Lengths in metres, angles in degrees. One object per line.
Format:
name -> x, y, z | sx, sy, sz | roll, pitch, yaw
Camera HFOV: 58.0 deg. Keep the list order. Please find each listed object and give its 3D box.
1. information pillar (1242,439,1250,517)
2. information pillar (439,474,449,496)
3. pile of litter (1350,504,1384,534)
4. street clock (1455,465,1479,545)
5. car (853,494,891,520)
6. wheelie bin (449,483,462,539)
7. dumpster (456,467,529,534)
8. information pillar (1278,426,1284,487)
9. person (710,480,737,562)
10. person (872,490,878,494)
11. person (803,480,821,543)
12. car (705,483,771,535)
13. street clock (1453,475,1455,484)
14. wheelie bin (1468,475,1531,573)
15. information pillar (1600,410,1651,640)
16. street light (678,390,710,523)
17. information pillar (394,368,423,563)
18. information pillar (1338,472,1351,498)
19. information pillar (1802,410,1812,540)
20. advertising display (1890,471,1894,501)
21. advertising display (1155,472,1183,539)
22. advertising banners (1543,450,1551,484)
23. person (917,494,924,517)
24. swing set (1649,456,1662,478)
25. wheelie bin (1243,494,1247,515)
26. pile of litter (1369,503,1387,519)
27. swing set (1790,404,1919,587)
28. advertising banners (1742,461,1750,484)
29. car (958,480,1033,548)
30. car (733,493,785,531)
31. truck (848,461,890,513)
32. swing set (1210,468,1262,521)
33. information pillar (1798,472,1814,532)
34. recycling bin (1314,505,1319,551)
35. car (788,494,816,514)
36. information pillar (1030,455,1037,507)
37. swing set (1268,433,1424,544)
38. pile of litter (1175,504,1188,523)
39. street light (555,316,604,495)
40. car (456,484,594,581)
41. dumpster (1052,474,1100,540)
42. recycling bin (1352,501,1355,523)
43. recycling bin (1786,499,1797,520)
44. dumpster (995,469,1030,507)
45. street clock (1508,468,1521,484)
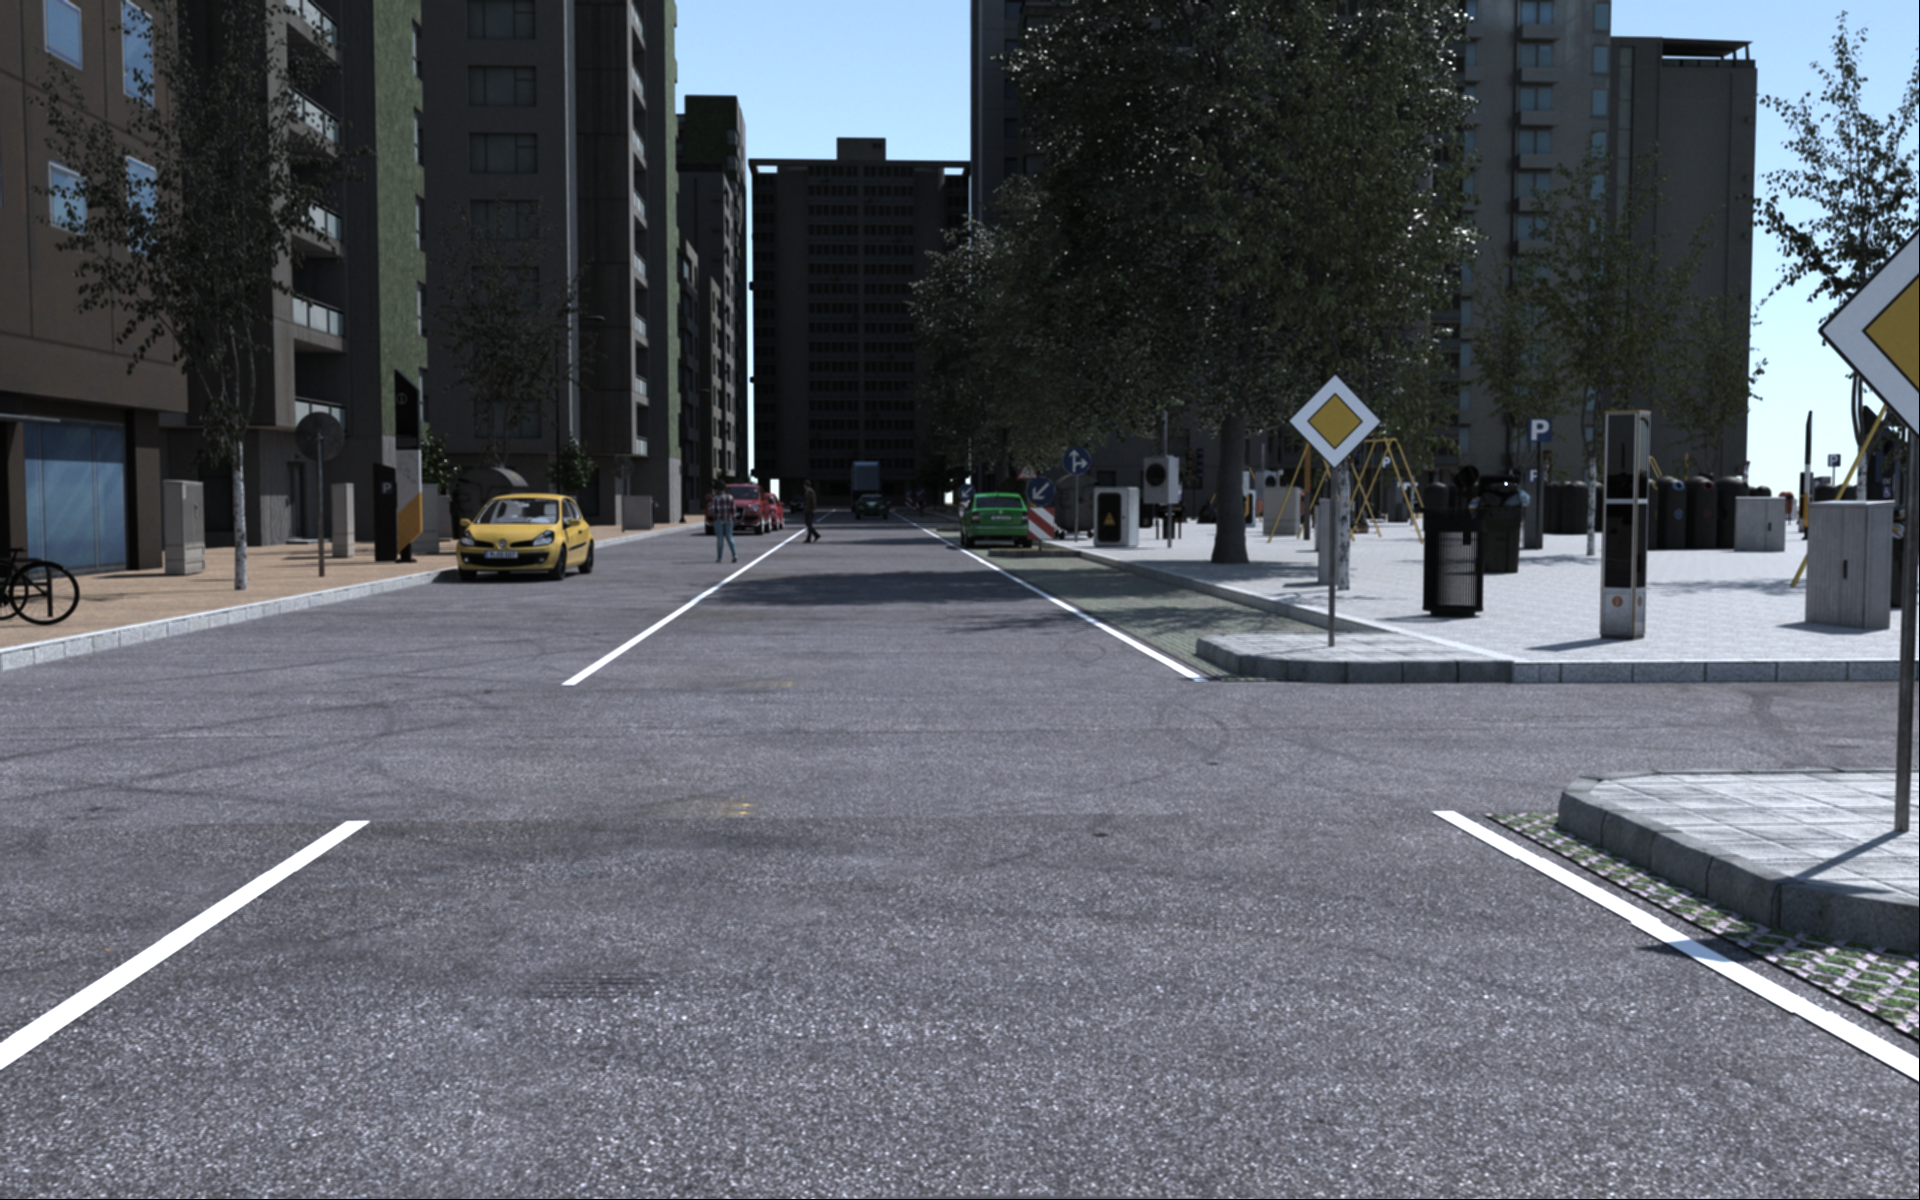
information pillar -> 10.210, -4.357, 62.598 | 0.504, 3.616, 0.183 | -1, 4, -12
information pillar -> -18.496, -3.525, 62.120 | 0.304, 2.012, 0.304 | 0, 4, -4
pile of litter -> 12.850, -2.611, 56.659 | 1.719, 0.858, 1.176 | 0, 4, 2
street clock -> 12.829, -2.395, 43.728 | 0.471, 2.002, 0.358 | 0, 4, 8
car -> -5.016, -5.313, 98.658 | 2.131, 1.459, 4.920 | 0, 4, -2
wheelie bin -> -14.046, -2.520, 49.116 | 0.980, 1.594, 0.693 | 2, 4, 34
dumpster -> -10.224, -1.964, 37.872 | 1.264, 1.857, 1.865 | 0, 4, -3
information pillar -> 10.932, -4.143, 59.099 | 0.183, 3.616, 0.504 | 0, 4, -2
person -> -4.976, -1.657, 36.428 | 0.563, 1.720, 0.643 | -2, 4, -27
person -> -5.902, -6.903, 122.171 | 0.445, 1.727, 0.742 | 1, 4, 17
person -> -4.452, -2.629, 51.393 | 0.656, 1.842, 0.836 | 2, 4, 34
car -> -7.941, -3.277, 62.257 | 2.281, 1.827, 5.304 | 0, 4, -2
street clock -> 16.851, -3.290, 58.357 | 0.471, 2.002, 0.358 | 0, 4, 4
wheelie bin -> 8.851, -1.251, 28.356 | 0.980, 1.594, 0.693 | 0, 4, 4
information pillar -> 5.890, -0.663, 15.339 | 0.304, 2.012, 0.304 | 3, 5, 40
street light -> -11.839, -6.399, 77.158 | 1.470, 5.913, 1.316 | 0, 4, -3
information pillar -> -10.313, -2.508, 32.366 | 0.504, 3.616, 0.183 | 1, 4, 13
information pillar -> 12.864, -3.277, 58.064 | 0.304, 2.012, 0.304 | -3, 5, -42
information pillar -> 23.682, -3.488, 48.388 | 0.183, 3.616, 0.504 | 2, 4, 34
advertising display -> 26.534, -2.639, 48.369 | 0.974, 1.923, 0.123 | 1, 4, 18
advertising display -> 5.965, -2.704, 49.432 | 0.974, 1.923, 0.123 | -2, 4, -35
advertising banners -> 23.811, -4.447, 68.904 | 0.090, 3.025, 2.074 | -1, 4, -18
person -> -2.438, -5.913, 108.415 | 0.421, 1.427, 0.697 | 1, 4, 13
swing set -> 28.181, -4.488, 71.001 | 2.862, 2.851, 3.119 | 2, 4, 25
wheelie bin -> 8.756, -2.883, 55.038 | 0.693, 1.594, 0.980 | 1, 4, 11
pile of litter -> 21.023, -4.588, 88.979 | 1.719, 0.858, 1.176 | 2, 4, 23
swing set -> 12.770, -1.506, 22.238 | 2.862, 2.851, 3.119 | 0, 4, 5
advertising banners -> 40.776, -5.810, 91.189 | 2.074, 3.025, 0.090 | -1, 4, -20
car -> 0.952, -2.335, 46.975 | 1.959, 1.807, 4.718 | 0, 4, -3
car -> -8.015, -3.659, 68.861 | 2.155, 1.783, 4.494 | 0, 4, -2
truck -> -7.212, -9.004, 136.967 | 2.967, 4.110, 18.799 | 0, 4, -5
swing set -> 12.827, -5.043, 80.072 | 2.862, 2.851, 3.119 | 0, 4, -2
information pillar -> 28.361, -3.276, 58.059 | 0.304, 2.012, 0.304 | 0, 4, -7
recycling bin -> 8.377, -1.623, 39.088 | 0.722, 1.027, 0.722 | 1, 4, 8
car -> -11.551, -7.154, 126.752 | 2.009, 1.686, 4.222 | 0, 4, -5
information pillar -> 2.739, -4.503, 64.973 | 0.183, 3.616, 0.504 | -1, 4, -19
swing set -> 10.139, -2.912, 45.238 | 2.862, 2.851, 3.119 | -2, 4, -25
pile of litter -> 9.763, -3.926, 78.161 | 1.176, 0.858, 1.719 | 1, 4, 19
street light -> -9.992, -4.455, 45.386 | 1.470, 5.913, 1.316 | 0, 4, -3
car -> -7.463, -1.203, 29.890 | 2.015, 1.641, 3.980 | 0, 4, -2
dumpster -> 3.332, -2.670, 49.405 | 1.264, 1.857, 1.865 | 0, 4, -3
recycling bin -> 13.798, -3.057, 62.530 | 0.722, 1.027, 0.722 | 0, 4, -7
recycling bin -> 40.545, -4.426, 84.917 | 0.722, 1.027, 0.722 | 3, 5, 42
dumpster -> 2.156, -3.967, 67.348 | 1.502, 2.255, 1.985 | 0, 4, -3
street clock -> 15.216, -2.631, 47.592 | 0.358, 2.002, 0.471 | 0, 4, -1
